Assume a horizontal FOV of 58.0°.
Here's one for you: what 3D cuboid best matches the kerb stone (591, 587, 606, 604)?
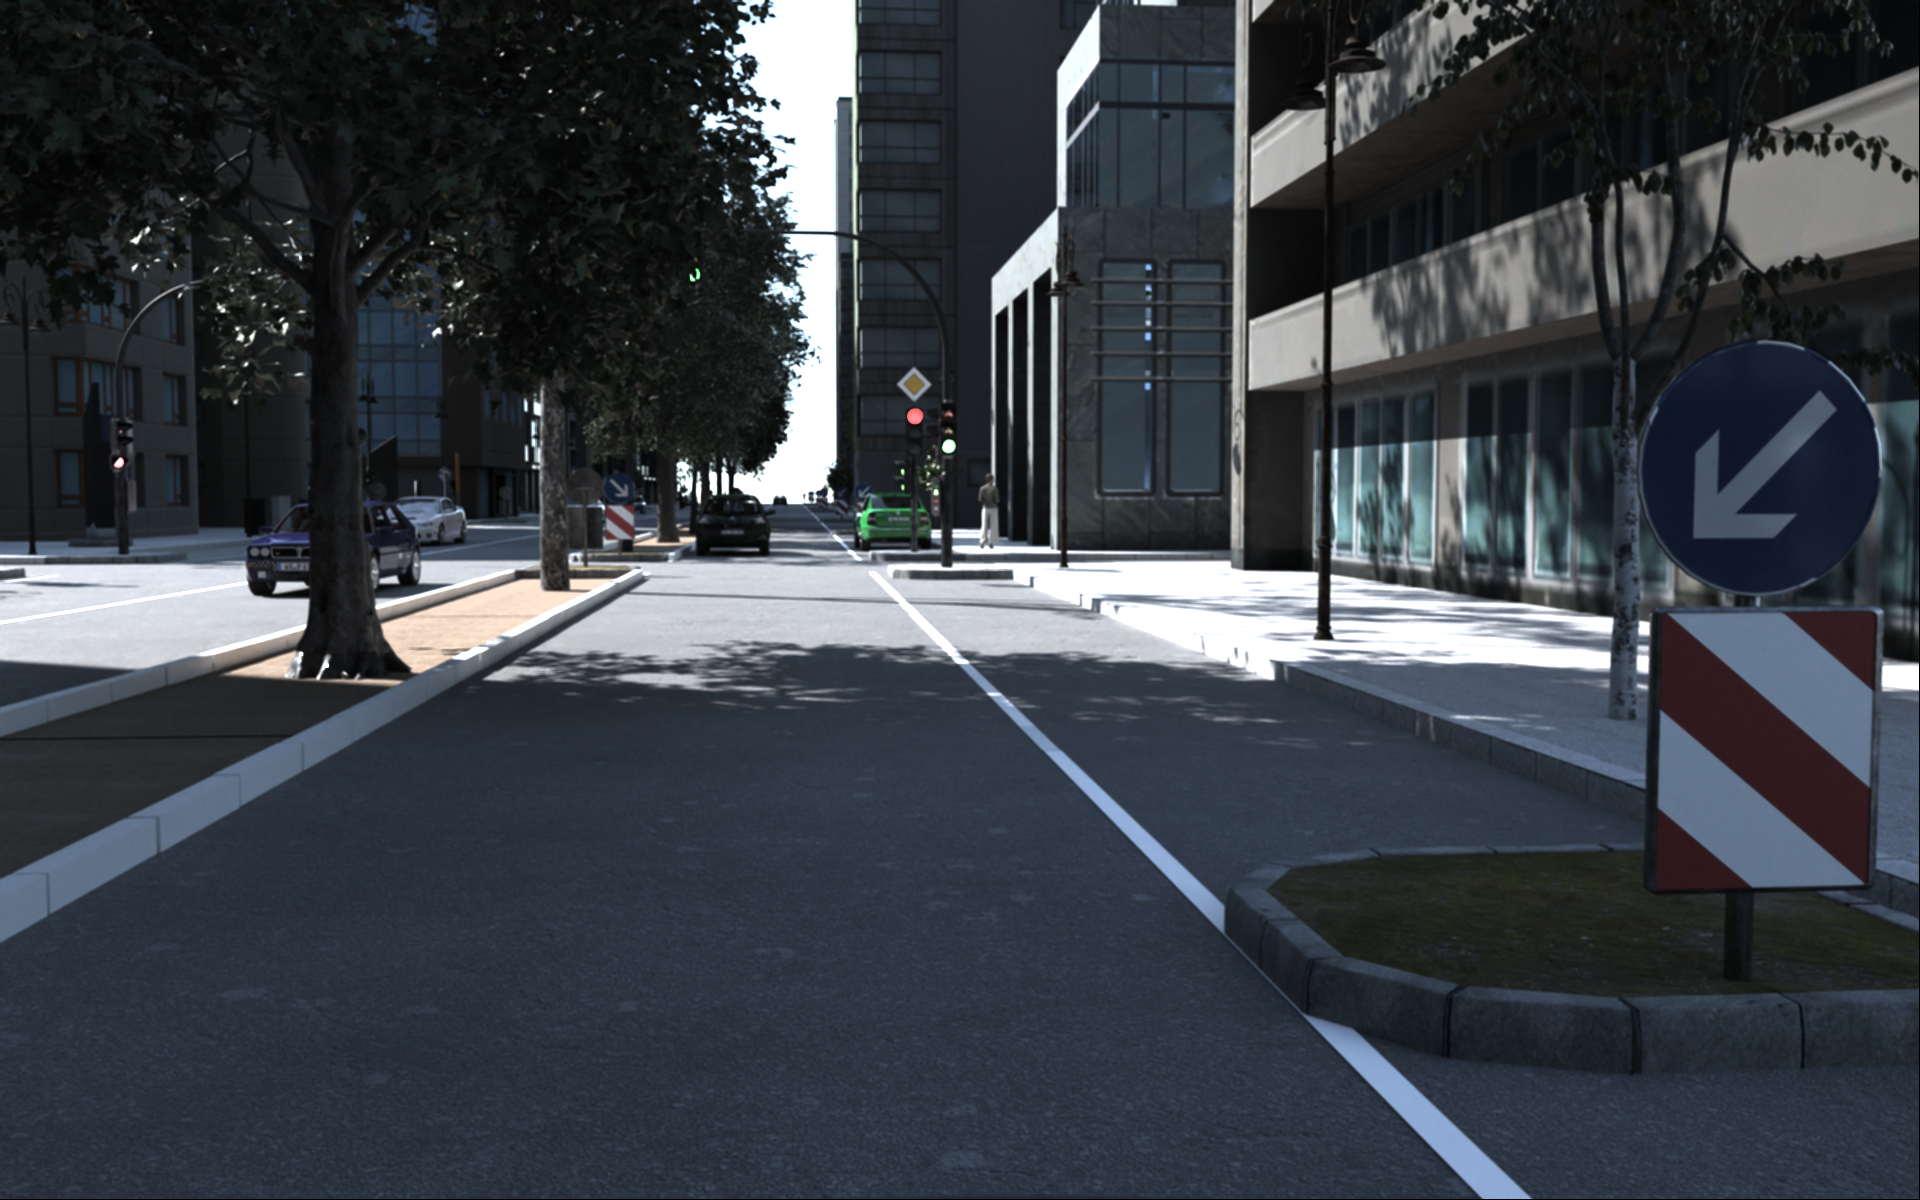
[{"bbox_3d":[-4.790,-0.033,22.733,0.120,0.150,1.000,0,4,-6],"label":"kerb stone"}]

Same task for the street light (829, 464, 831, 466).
[{"bbox_3d":[-14.516,-13.811,198.601,0.468,5.910,1.993,0,4,-6],"label":"street light"}]

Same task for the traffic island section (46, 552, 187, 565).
[{"bbox_3d":[-17.752,-0.884,36.734,2.009,0.180,2.903,0,4,-6],"label":"traffic island section"}]

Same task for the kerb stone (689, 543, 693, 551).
[{"bbox_3d":[-6.724,-1.249,42.630,0.120,0.150,1.000,0,4,-6],"label":"kerb stone"}]

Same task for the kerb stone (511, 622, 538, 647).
[{"bbox_3d":[-4.199,0.348,16.593,0.120,0.150,1.000,0,4,-6],"label":"kerb stone"}]

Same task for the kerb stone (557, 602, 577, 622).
[{"bbox_3d":[-4.500,0.156,19.659,0.120,0.150,1.000,0,4,-6],"label":"kerb stone"}]

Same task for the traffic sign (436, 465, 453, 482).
[{"bbox_3d":[-23.574,-4.859,79.178,0.795,2.593,0.064,0,4,-3],"label":"traffic sign"}]

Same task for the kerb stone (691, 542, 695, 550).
[{"bbox_3d":[-6.822,-1.311,43.647,0.120,0.150,1.000,0,4,-6],"label":"kerb stone"}]

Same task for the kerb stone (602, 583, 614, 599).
[{"bbox_3d":[-4.895,-0.091,23.750,0.120,0.150,1.000,0,4,-6],"label":"kerb stone"}]

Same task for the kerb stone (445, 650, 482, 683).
[{"bbox_3d":[-3.908,0.530,13.535,0.120,0.150,1.000,0,4,-6],"label":"kerb stone"}]

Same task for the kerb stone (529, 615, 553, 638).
[{"bbox_3d":[-4.297,0.284,17.613,0.120,0.150,1.000,0,4,-6],"label":"kerb stone"}]

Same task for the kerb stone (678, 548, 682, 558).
[{"bbox_3d":[-6.326,-1.000,38.552,0.120,0.150,1.000,0,4,-6],"label":"kerb stone"}]

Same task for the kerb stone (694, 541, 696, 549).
[{"bbox_3d":[-6.921,-1.374,44.664,0.120,0.150,1.000,0,4,-6],"label":"kerb stone"}]

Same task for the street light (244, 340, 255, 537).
[{"bbox_3d":[-21.199,-4.814,51.499,0.468,5.910,1.993,0,4,-6],"label":"street light"}]

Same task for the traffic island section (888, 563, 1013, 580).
[{"bbox_3d":[-0.219,-0.496,30.398,2.009,0.180,2.903,0,4,-6],"label":"traffic island section"}]

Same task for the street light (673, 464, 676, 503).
[{"bbox_3d":[-39.570,-16.383,240.645,0.468,5.910,1.993,0,4,-6],"label":"street light"}]

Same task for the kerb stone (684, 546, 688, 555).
[{"bbox_3d":[-6.520,-1.125,40.596,0.120,0.150,1.000,0,4,-6],"label":"kerb stone"}]

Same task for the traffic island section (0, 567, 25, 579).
[{"bbox_3d":[-16.982,-0.398,28.786,2.009,0.180,2.903,0,4,-6],"label":"traffic island section"}]

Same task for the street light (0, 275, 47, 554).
[{"bbox_3d":[-19.760,-3.911,36.727,0.468,5.910,1.993,0,4,-6],"label":"street light"}]

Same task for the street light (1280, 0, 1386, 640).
[{"bbox_3d":[3.210,-2.589,15.113,0.468,5.910,1.993,0,4,-6],"label":"street light"}]

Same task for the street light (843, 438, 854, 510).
[{"bbox_3d":[-9.218,-10.444,143.543,0.468,5.910,1.993,0,4,-6],"label":"street light"}]

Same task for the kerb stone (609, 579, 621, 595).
[{"bbox_3d":[-4.994,-0.158,24.773,0.120,0.150,1.000,0,4,-6],"label":"kerb stone"}]

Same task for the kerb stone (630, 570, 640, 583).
[{"bbox_3d":[-5.286,-0.344,27.826,0.120,0.150,1.000,0,4,-6],"label":"kerb stone"}]

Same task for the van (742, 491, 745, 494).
[{"bbox_3d":[-27.986,-13.003,219.607,2.013,2.044,4.112,0,4,-5],"label":"van"}]

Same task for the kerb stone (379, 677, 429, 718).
[{"bbox_3d":[-3.708,0.654,11.496,0.120,0.150,1.000,0,4,-6],"label":"kerb stone"}]

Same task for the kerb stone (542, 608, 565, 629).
[{"bbox_3d":[-4.406,0.218,18.633,0.120,0.150,1.000,0,4,-6],"label":"kerb stone"}]

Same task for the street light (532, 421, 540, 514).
[{"bbox_3d":[-26.881,-8.395,110.049,0.468,5.910,1.993,0,4,-6],"label":"street light"}]

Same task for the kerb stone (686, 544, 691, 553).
[{"bbox_3d":[-6.624,-1.188,41.613,0.120,0.150,1.000,0,4,-6],"label":"kerb stone"}]

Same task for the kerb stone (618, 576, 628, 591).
[{"bbox_3d":[-5.089,-0.220,25.791,0.120,0.150,1.000,0,4,-6],"label":"kerb stone"}]

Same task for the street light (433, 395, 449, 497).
[{"bbox_3d":[-24.182,-6.614,80.920,0.468,5.910,1.993,0,4,-6],"label":"street light"}]

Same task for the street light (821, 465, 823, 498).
[{"bbox_3d":[-18.778,-16.471,242.086,0.468,5.910,1.993,0,4,-6],"label":"street light"}]

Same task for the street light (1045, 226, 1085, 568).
[{"bbox_3d":[1.816,-3.506,30.115,0.468,5.910,1.993,0,4,-6],"label":"street light"}]

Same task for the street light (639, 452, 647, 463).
[{"bbox_3d":[-34.093,-12.984,185.079,0.468,5.910,1.993,0,4,-6],"label":"street light"}]

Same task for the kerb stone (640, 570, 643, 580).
[{"bbox_3d":[-5.392,-0.407,28.855,0.120,0.150,1.000,0,4,-6],"label":"kerb stone"}]

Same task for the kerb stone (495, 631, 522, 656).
[{"bbox_3d":[-4.103,0.413,15.576,0.120,0.150,1.000,0,4,-6],"label":"kerb stone"}]

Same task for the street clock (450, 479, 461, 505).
[{"bbox_3d":[-24.897,-4.952,85.541,0.471,2.002,0.358,-1,4,-9],"label":"street clock"}]

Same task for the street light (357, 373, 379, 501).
[{"bbox_3d":[-22.625,-5.722,66.348,0.468,5.910,1.993,0,4,-6],"label":"street light"}]

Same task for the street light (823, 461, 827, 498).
[{"bbox_3d":[-17.385,-15.596,227.787,0.468,5.910,1.993,0,4,-6],"label":"street light"}]

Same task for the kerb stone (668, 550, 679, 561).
[{"bbox_3d":[-6.231,-0.934,37.526,0.120,0.150,1.000,0,4,-6],"label":"kerb stone"}]

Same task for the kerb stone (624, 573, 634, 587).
[{"bbox_3d":[-5.187,-0.282,26.809,0.120,0.150,1.000,0,4,-6],"label":"kerb stone"}]

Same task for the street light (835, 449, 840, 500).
[{"bbox_3d":[-12.082,-12.341,174.565,0.468,5.910,1.993,0,4,-6],"label":"street light"}]

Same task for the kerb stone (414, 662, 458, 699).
[{"bbox_3d":[-3.808,0.592,12.514,0.120,0.150,1.000,0,4,-6],"label":"kerb stone"}]

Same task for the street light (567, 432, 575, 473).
[{"bbox_3d":[-28.560,-9.456,127.388,0.468,5.910,1.993,0,4,-6],"label":"street light"}]

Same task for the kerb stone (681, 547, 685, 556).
[{"bbox_3d":[-6.431,-1.063,39.578,0.120,0.150,1.000,0,4,-6],"label":"kerb stone"}]

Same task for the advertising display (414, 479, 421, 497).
[{"bbox_3d":[-23.150,-4.204,73.956,0.123,1.923,0.974,-2,4,-27],"label":"advertising display"}]

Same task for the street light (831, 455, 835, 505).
[{"bbox_3d":[-13.476,-13.217,188.886,0.468,5.910,1.993,0,4,-6],"label":"street light"}]

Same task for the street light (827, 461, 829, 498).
[{"bbox_3d":[-15.867,-14.723,213.502,0.468,5.910,1.993,0,4,-6],"label":"street light"}]

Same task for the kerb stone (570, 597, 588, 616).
[{"bbox_3d":[-4.597,0.095,20.679,0.120,0.150,1.000,0,4,-6],"label":"kerb stone"}]

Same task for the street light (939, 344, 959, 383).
[{"bbox_3d":[-0.344,-4.900,52.904,0.468,5.910,1.993,0,4,-6],"label":"street light"}]

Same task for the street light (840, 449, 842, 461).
[{"bbox_3d":[-10.564,-11.408,159.301,0.468,5.910,1.993,0,4,-6],"label":"street light"}]

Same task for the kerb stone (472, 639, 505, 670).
[{"bbox_3d":[-3.994,0.467,14.559,0.120,0.150,1.000,0,4,-6],"label":"kerb stone"}]

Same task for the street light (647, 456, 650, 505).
[{"bbox_3d":[-35.209,-13.628,195.606,0.468,5.910,1.993,0,4,-6],"label":"street light"}]

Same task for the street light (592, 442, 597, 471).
[{"bbox_3d":[-29.954,-10.361,142.184,0.468,5.910,1.993,0,4,-6],"label":"street light"}]

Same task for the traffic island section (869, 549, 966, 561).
[{"bbox_3d":[-0.988,-0.983,38.346,2.009,0.180,2.903,0,4,-6],"label":"traffic island section"}]

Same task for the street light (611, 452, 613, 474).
[{"bbox_3d":[-31.361,-11.235,156.480,0.468,5.910,1.993,0,4,-6],"label":"street light"}]

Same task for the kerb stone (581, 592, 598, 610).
[{"bbox_3d":[-4.691,0.030,21.704,0.120,0.150,1.000,0,4,-6],"label":"kerb stone"}]

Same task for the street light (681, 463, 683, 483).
[{"bbox_3d":[-40.962,-17.257,254.942,0.468,5.910,1.993,0,4,-6],"label":"street light"}]
